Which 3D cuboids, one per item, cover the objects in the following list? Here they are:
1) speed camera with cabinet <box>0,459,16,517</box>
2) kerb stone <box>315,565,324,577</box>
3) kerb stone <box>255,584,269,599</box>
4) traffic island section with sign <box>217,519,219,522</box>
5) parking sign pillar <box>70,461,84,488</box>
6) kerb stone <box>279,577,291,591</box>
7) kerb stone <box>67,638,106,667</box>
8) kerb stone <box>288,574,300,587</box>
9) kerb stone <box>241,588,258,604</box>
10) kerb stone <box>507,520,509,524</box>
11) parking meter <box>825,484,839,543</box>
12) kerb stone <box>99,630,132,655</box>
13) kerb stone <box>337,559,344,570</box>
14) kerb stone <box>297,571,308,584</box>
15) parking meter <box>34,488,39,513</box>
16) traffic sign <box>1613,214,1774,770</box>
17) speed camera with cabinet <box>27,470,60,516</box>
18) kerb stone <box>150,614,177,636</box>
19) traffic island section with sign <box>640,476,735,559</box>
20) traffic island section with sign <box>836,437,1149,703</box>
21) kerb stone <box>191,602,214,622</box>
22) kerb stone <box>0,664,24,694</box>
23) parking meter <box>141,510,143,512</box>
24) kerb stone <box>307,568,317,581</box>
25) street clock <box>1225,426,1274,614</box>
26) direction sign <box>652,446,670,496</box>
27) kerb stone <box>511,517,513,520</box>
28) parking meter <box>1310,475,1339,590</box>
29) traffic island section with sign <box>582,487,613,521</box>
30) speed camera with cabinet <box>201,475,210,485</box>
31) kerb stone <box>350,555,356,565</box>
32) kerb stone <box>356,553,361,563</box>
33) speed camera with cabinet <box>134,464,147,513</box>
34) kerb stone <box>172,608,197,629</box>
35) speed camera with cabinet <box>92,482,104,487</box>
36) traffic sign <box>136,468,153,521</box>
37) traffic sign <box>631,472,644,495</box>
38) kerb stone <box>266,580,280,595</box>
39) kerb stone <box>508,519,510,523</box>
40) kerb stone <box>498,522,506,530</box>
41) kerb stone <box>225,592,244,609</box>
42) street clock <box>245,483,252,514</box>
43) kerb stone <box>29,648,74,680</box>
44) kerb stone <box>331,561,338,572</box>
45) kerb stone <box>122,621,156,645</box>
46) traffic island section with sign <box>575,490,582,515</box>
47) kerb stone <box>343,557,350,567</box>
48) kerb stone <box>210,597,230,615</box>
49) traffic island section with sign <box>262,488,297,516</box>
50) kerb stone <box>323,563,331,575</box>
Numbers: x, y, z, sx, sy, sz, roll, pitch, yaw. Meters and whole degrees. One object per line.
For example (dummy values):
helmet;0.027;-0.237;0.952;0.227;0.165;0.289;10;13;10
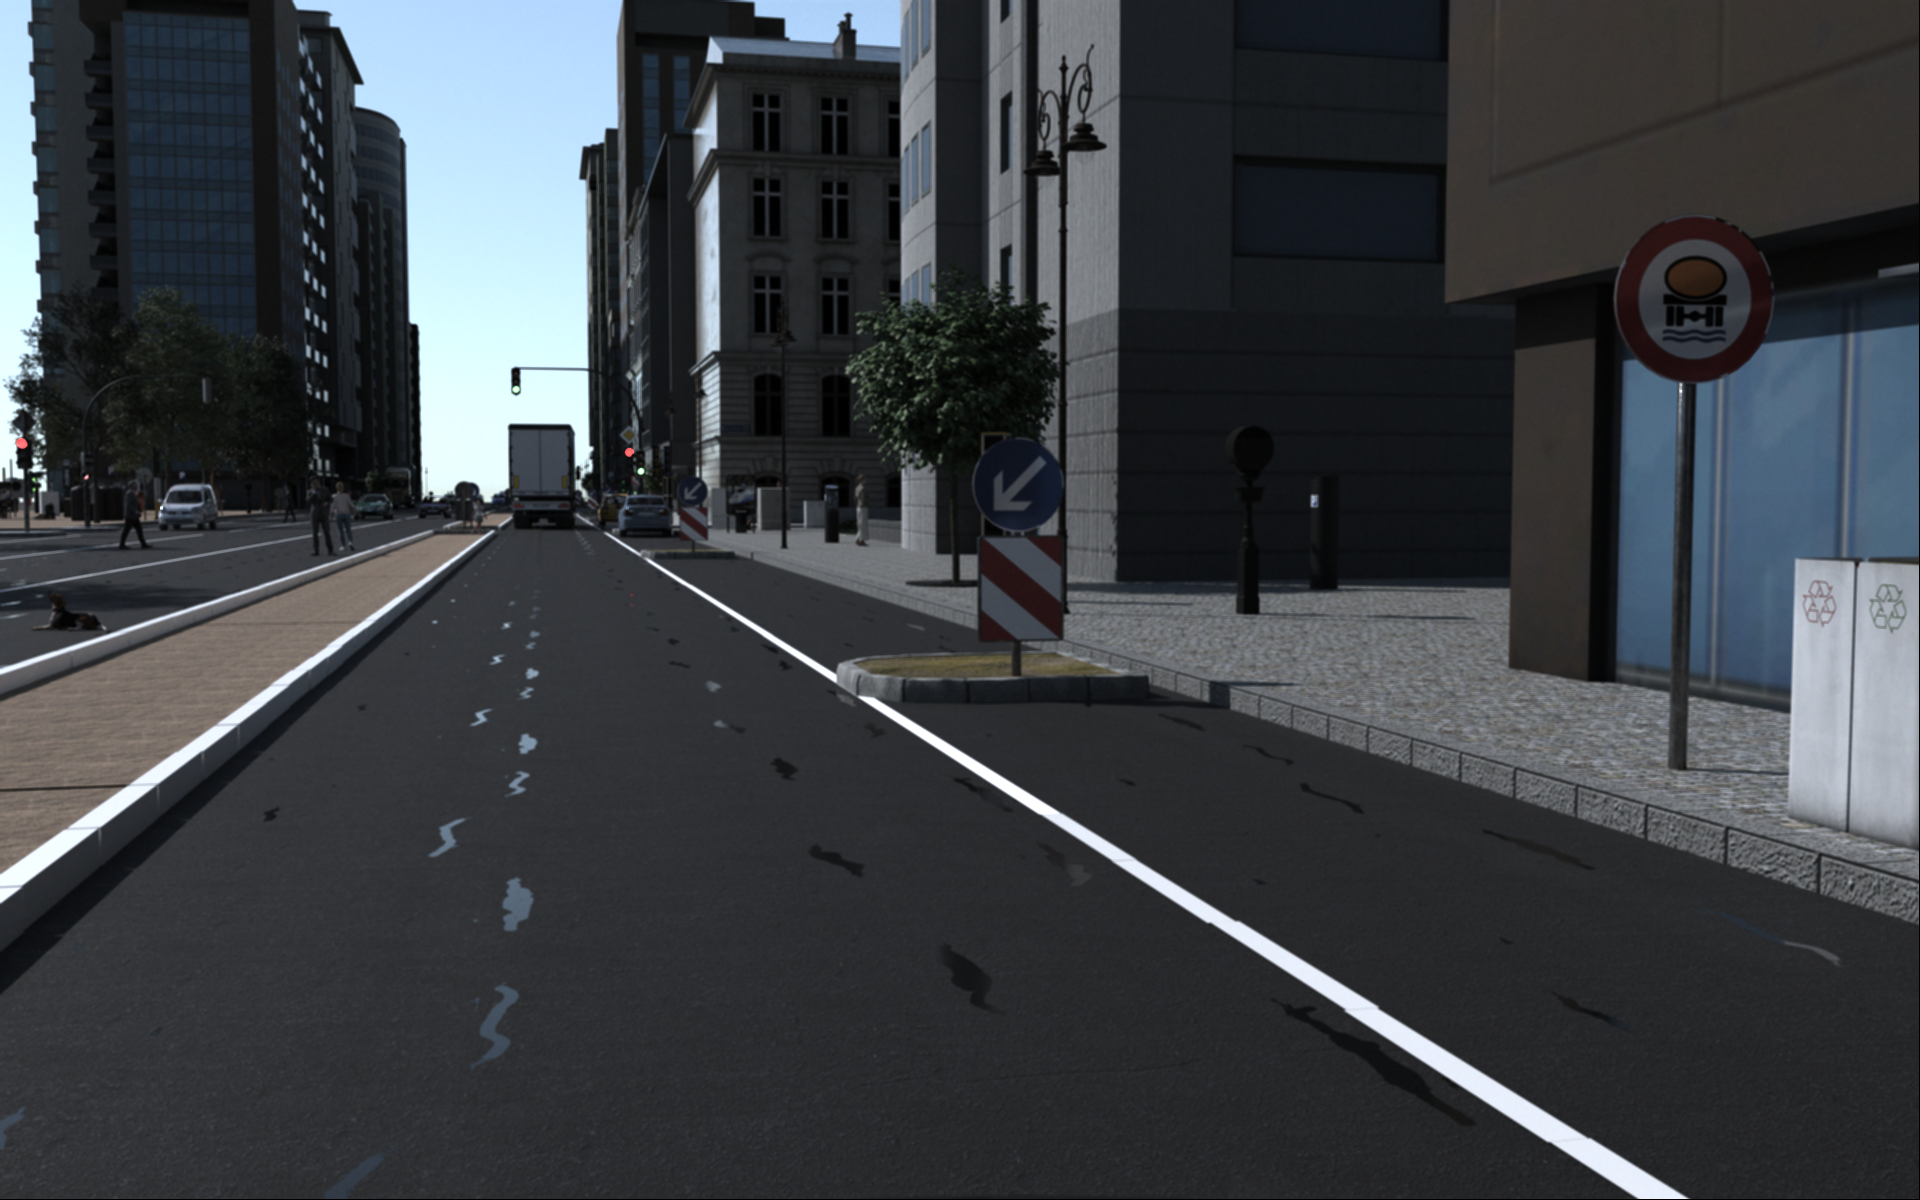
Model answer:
speed camera with cabinet;-53.576;-6.267;96.799;0.660;3.252;2.038;2;4;32
kerb stone;-11.042;-0.455;29.629;0.120;0.150;1.000;-1;4;-13
kerb stone;-9.611;-0.082;23.646;0.120;0.150;1.000;-1;4;-13
traffic island section with sign;-38.386;-4.793;86.989;1.989;1.847;2.006;-1;4;-13
parking sign pillar;-65.679;-8.568;128.560;1.447;3.967;1.447;3;4;36
kerb stone;-10.080;-0.210;25.636;0.120;0.150;1.000;-1;4;-13
kerb stone;-7.446;0.461;14.663;0.120;0.150;1.000;-1;4;-13
kerb stone;-10.324;-0.270;26.638;0.120;0.150;1.000;-1;4;-13
kerb stone;-9.367;-0.026;22.651;0.120;0.150;1.000;-1;4;-13
kerb stone;-20.637;-3.442;78.494;0.120;0.150;1.000;-1;4;-13
parking meter;-3.383;-2.282;45.720;0.372;1.533;0.369;0;3;0
kerb stone;-7.693;0.404;15.659;0.120;0.150;1.000;-1;4;-13
kerb stone;-11.771;-0.634;32.633;0.120;0.150;1.000;-1;4;-13
kerb stone;-10.573;-0.331;27.629;0.120;0.150;1.000;-1;4;-13
parking meter;-62.178;-6.785;116.647;0.255;1.863;0.399;-2;4;-25
traffic sign;3.349;-0.483;8.007;0.768;2.556;0.104;0;4;-6
speed camera with cabinet;-54.688;-6.637;102.854;2.038;3.252;0.660;-3;5;-43
kerb stone;-8.176;0.278;17.653;0.120;0.150;1.000;-1;4;-13
traffic island section with sign;-6.200;-1.866;39.134;1.989;1.847;2.006;-1;4;-13
traffic island section with sign;0.132;-0.258;12.845;1.989;1.847;2.006;-1;4;-13
kerb stone;-8.652;0.155;19.658;0.120;0.150;1.000;-1;4;-13
kerb stone;-6.967;0.583;12.669;0.120;0.150;1.000;-1;4;-13
parking meter;-57.405;-7.061;121.159;0.399;1.863;0.255;1;4;15
kerb stone;-10.805;-0.391;28.625;0.120;0.150;1.000;-1;4;-13
street clock;3.083;-0.852;18.499;0.471;2.002;0.358;-1;4;-17
direction sign;-14.011;-5.470;81.426;0.876;3.537;0.379;0;4;-7
kerb stone;-22.792;-3.992;87.467;0.120;0.150;1.000;-1;4;-13
parking meter;4.912;-0.913;23.345;0.372;1.533;0.369;0;3;0
traffic island section with sign;-19.018;-5.131;92.527;1.989;1.847;2.006;-1;4;-13
speed camera with cabinet;-57.361;-8.396;131.606;0.660;3.252;2.038;-1;4;-15
kerb stone;-12.250;-0.759;34.620;0.120;0.150;1.000;-1;4;-13
kerb stone;-12.480;-0.820;35.616;0.120;0.150;1.000;-1;4;-13
speed camera with cabinet;-53.344;-7.174;111.631;0.660;3.252;2.038;1;4;15
kerb stone;-8.415;0.218;18.659;0.120;0.150;1.000;-1;4;-13
speed camera with cabinet;-67.530;-8.592;134.814;0.660;3.252;2.038;1;4;10
traffic sign;-39.234;-5.090;83.331;0.768;2.556;0.104;0;4;-5
traffic sign;-18.045;-5.924;96.963;0.768;2.556;0.104;-1;4;-8
kerb stone;-9.845;-0.150;24.641;0.120;0.150;1.000;-1;4;-13
kerb stone;-21.116;-3.565;80.489;0.120;0.150;1.000;-1;4;-13
kerb stone;-19.439;-3.137;73.520;0.120;0.150;1.000;-1;4;-13
kerb stone;-9.128;0.033;21.649;0.120;0.150;1.000;-1;4;-13
street clock;-46.650;-6.667;113.574;0.471;2.002;0.358;3;4;39
kerb stone;-7.213;0.522;13.667;0.120;0.150;1.000;-1;4;-13
kerb stone;-11.533;-0.577;31.623;0.120;0.150;1.000;-1;4;-13
kerb stone;-7.931;0.339;16.655;0.120;0.150;1.000;-1;4;-13
traffic island section with sign;-25.451;-6.768;119.278;1.989;1.847;2.006;-1;4;-13
kerb stone;-12.007;-0.699;33.627;0.120;0.150;1.000;-1;4;-13
kerb stone;-8.886;0.096;20.653;0.120;0.150;1.000;-1;4;-13
traffic island section with sign;-45.001;-6.476;114.506;1.989;1.847;2.006;-1;4;-13
kerb stone;-11.287;-0.516;30.629;0.120;0.150;1.000;-1;4;-13
